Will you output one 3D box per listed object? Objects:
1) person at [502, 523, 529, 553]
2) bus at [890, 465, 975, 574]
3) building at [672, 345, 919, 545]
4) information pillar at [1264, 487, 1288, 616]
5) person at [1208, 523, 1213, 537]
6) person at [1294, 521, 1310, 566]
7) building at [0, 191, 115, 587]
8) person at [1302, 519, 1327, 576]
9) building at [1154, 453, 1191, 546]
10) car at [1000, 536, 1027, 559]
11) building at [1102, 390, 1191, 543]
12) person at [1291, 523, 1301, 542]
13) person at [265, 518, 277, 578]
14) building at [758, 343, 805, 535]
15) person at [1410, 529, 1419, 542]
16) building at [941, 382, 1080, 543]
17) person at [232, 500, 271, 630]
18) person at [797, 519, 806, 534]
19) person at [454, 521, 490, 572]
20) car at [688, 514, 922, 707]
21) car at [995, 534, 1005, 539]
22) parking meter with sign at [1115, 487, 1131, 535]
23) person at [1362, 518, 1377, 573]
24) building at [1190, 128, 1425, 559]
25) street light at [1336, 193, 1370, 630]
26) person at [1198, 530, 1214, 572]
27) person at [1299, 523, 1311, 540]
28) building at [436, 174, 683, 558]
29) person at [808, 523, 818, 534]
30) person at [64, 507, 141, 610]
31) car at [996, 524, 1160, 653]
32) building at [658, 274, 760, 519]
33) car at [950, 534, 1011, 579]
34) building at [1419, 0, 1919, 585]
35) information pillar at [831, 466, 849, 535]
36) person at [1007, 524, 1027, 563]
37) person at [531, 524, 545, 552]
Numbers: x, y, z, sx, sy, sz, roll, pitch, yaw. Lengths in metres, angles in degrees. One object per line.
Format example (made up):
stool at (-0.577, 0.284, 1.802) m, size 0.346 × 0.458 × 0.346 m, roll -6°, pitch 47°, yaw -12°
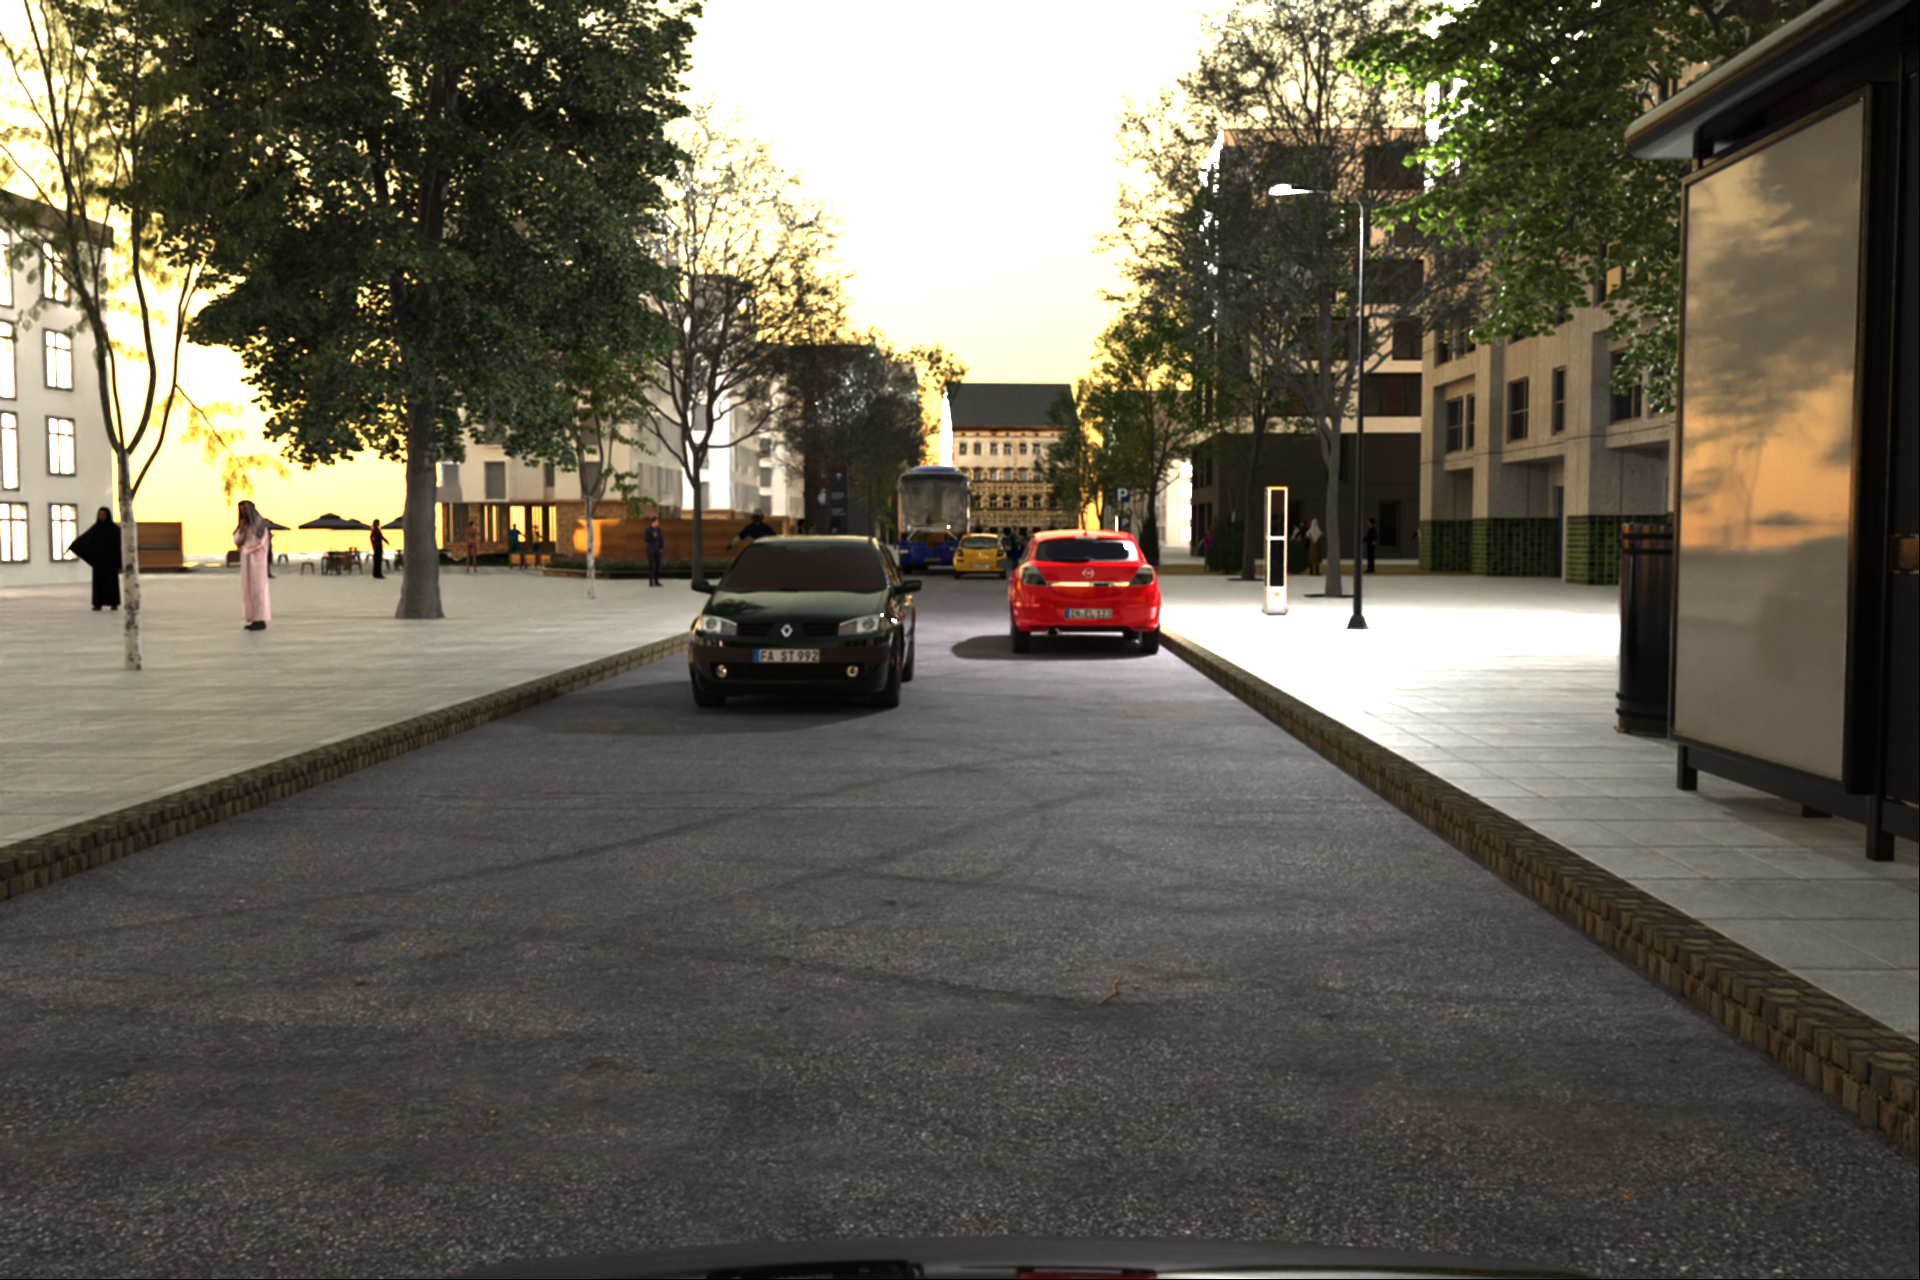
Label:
person at (-21.549, -4.755, 83.874) m, size 1.347 × 1.817 × 0.704 m, roll 0°, pitch 4°, yaw 0°
bus at (-0.791, -4.498, 65.084) m, size 2.896 × 3.916 × 12.251 m, roll 0°, pitch 4°, yaw 2°
building at (-19.365, -21.971, 203.198) m, size 27.936 × 21.610 × 32.646 m, roll 0°, pitch 4°, yaw 1°
information pillar at (4.962, -1.391, 27.229) m, size 0.304 × 2.012 × 0.304 m, roll 0°, pitch 4°, yaw 1°
person at (12.564, -4.911, 86.436) m, size 0.704 × 1.812 × 1.346 m, roll 2°, pitch 4°, yaw 31°
person at (13.415, -3.724, 67.112) m, size 0.704 × 1.802 × 1.346 m, roll -3°, pitch 4°, yaw -38°
building at (-24.299, -5.590, 33.544) m, size 9.099 × 9.664 × 28.070 m, roll 0°, pitch 4°, yaw 2°
person at (10.991, -2.848, 53.333) m, size 0.721 × 1.736 × 1.217 m, roll -2°, pitch 4°, yaw -35°
building at (25.883, -14.528, 179.675) m, size 9.099 × 9.664 × 28.070 m, roll 0°, pitch 4°, yaw 1°
car at (2.651, -4.571, 87.308) m, size 1.945 × 1.354 × 3.894 m, roll 0°, pitch 4°, yaw 1°
building at (27.462, -21.668, 220.733) m, size 16.747 × 18.905 × 31.486 m, roll 0°, pitch 4°, yaw 1°
person at (15.720, -4.586, 81.166) m, size 0.705 × 1.806 × 1.347 m, roll 2°, pitch 4°, yaw 30°
person at (-20.134, -2.695, 50.641) m, size 0.750 × 1.759 × 0.617 m, roll 1°, pitch 4°, yaw 16°
building at (-21.930, -19.339, 172.620) m, size 16.016 × 20.090 × 11.380 m, roll 0°, pitch 4°, yaw 1°
person at (19.847, -4.169, 74.129) m, size 1.349 × 1.833 × 0.705 m, roll 3°, pitch 4°, yaw 39°
building at (6.919, -25.480, 249.975) m, size 18.063 × 23.208 × 19.493 m, roll 0°, pitch 4°, yaw -5°
person at (-9.519, -1.012, 23.257) m, size 0.551 × 1.740 × 0.621 m, roll 1°, pitch 4°, yaw 10°
person at (-5.661, -3.440, 62.393) m, size 0.704 × 1.843 × 1.345 m, roll 1°, pitch 4°, yaw 12°
person at (-16.442, -3.152, 58.345) m, size 1.217 × 1.733 × 0.721 m, roll 0°, pitch 4°, yaw -2°
car at (-1.324, -0.354, 15.578) m, size 2.009 × 1.686 × 4.222 m, roll 0°, pitch 4°, yaw 1°
car at (3.503, -9.057, 159.874) m, size 2.131 × 1.459 × 4.920 m, roll 0°, pitch 4°, yaw 0°
parking meter with sign at (6.059, -4.142, 63.983) m, size 0.543 × 3.016 × 1.738 m, roll 0°, pitch 4°, yaw 1°
person at (13.614, -3.139, 57.510) m, size 0.705 × 1.806 × 1.347 m, roll 0°, pitch 4°, yaw -5°
building at (27.595, -15.879, 103.599) m, size 27.936 × 21.610 × 32.646 m, roll 0°, pitch 4°, yaw 2°
street light at (5.885, -3.092, 23.099) m, size 1.470 × 5.913 × 1.316 m, roll 0°, pitch 4°, yaw 1°
person at (8.357, -2.979, 57.974) m, size 0.991 × 1.433 × 0.599 m, roll -2°, pitch 4°, yaw -30°
person at (17.108, -4.934, 86.438) m, size 1.354 × 1.858 × 0.705 m, roll -1°, pitch 4°, yaw -12°
building at (-22.114, -14.443, 92.556) m, size 16.016 × 20.090 × 11.380 m, roll 0°, pitch 4°, yaw 1°
person at (-6.550, -4.373, 77.762) m, size 0.705 × 1.796 × 1.348 m, roll -2°, pitch 4°, yaw -34°
person at (-14.398, -1.366, 29.115) m, size 1.214 × 1.737 × 0.721 m, roll -1°, pitch 4°, yaw -9°
car at (1.542, -0.813, 22.335) m, size 2.155 × 1.783 × 4.494 m, roll 0°, pitch 4°, yaw 1°
building at (-21.538, -16.568, 127.302) m, size 16.016 × 20.090 × 11.380 m, roll 0°, pitch 4°, yaw 2°
car at (0.661, -2.826, 56.424) m, size 2.015 × 1.641 × 3.980 m, roll 0°, pitch 4°, yaw 1°
building at (24.074, -10.868, 44.156) m, size 16.747 × 18.905 × 31.486 m, roll 0°, pitch 4°, yaw 1°
information pillar at (-4.559, -4.667, 65.682) m, size 0.750 × 3.857 × 0.750 m, roll 0°, pitch 4°, yaw 1°
person at (2.227, -3.737, 69.412) m, size 0.705 × 1.847 × 1.347 m, roll -2°, pitch 4°, yaw -32°
person at (-21.429, -4.976, 87.821) m, size 0.721 × 1.772 × 1.216 m, roll -3°, pitch 5°, yaw -44°
